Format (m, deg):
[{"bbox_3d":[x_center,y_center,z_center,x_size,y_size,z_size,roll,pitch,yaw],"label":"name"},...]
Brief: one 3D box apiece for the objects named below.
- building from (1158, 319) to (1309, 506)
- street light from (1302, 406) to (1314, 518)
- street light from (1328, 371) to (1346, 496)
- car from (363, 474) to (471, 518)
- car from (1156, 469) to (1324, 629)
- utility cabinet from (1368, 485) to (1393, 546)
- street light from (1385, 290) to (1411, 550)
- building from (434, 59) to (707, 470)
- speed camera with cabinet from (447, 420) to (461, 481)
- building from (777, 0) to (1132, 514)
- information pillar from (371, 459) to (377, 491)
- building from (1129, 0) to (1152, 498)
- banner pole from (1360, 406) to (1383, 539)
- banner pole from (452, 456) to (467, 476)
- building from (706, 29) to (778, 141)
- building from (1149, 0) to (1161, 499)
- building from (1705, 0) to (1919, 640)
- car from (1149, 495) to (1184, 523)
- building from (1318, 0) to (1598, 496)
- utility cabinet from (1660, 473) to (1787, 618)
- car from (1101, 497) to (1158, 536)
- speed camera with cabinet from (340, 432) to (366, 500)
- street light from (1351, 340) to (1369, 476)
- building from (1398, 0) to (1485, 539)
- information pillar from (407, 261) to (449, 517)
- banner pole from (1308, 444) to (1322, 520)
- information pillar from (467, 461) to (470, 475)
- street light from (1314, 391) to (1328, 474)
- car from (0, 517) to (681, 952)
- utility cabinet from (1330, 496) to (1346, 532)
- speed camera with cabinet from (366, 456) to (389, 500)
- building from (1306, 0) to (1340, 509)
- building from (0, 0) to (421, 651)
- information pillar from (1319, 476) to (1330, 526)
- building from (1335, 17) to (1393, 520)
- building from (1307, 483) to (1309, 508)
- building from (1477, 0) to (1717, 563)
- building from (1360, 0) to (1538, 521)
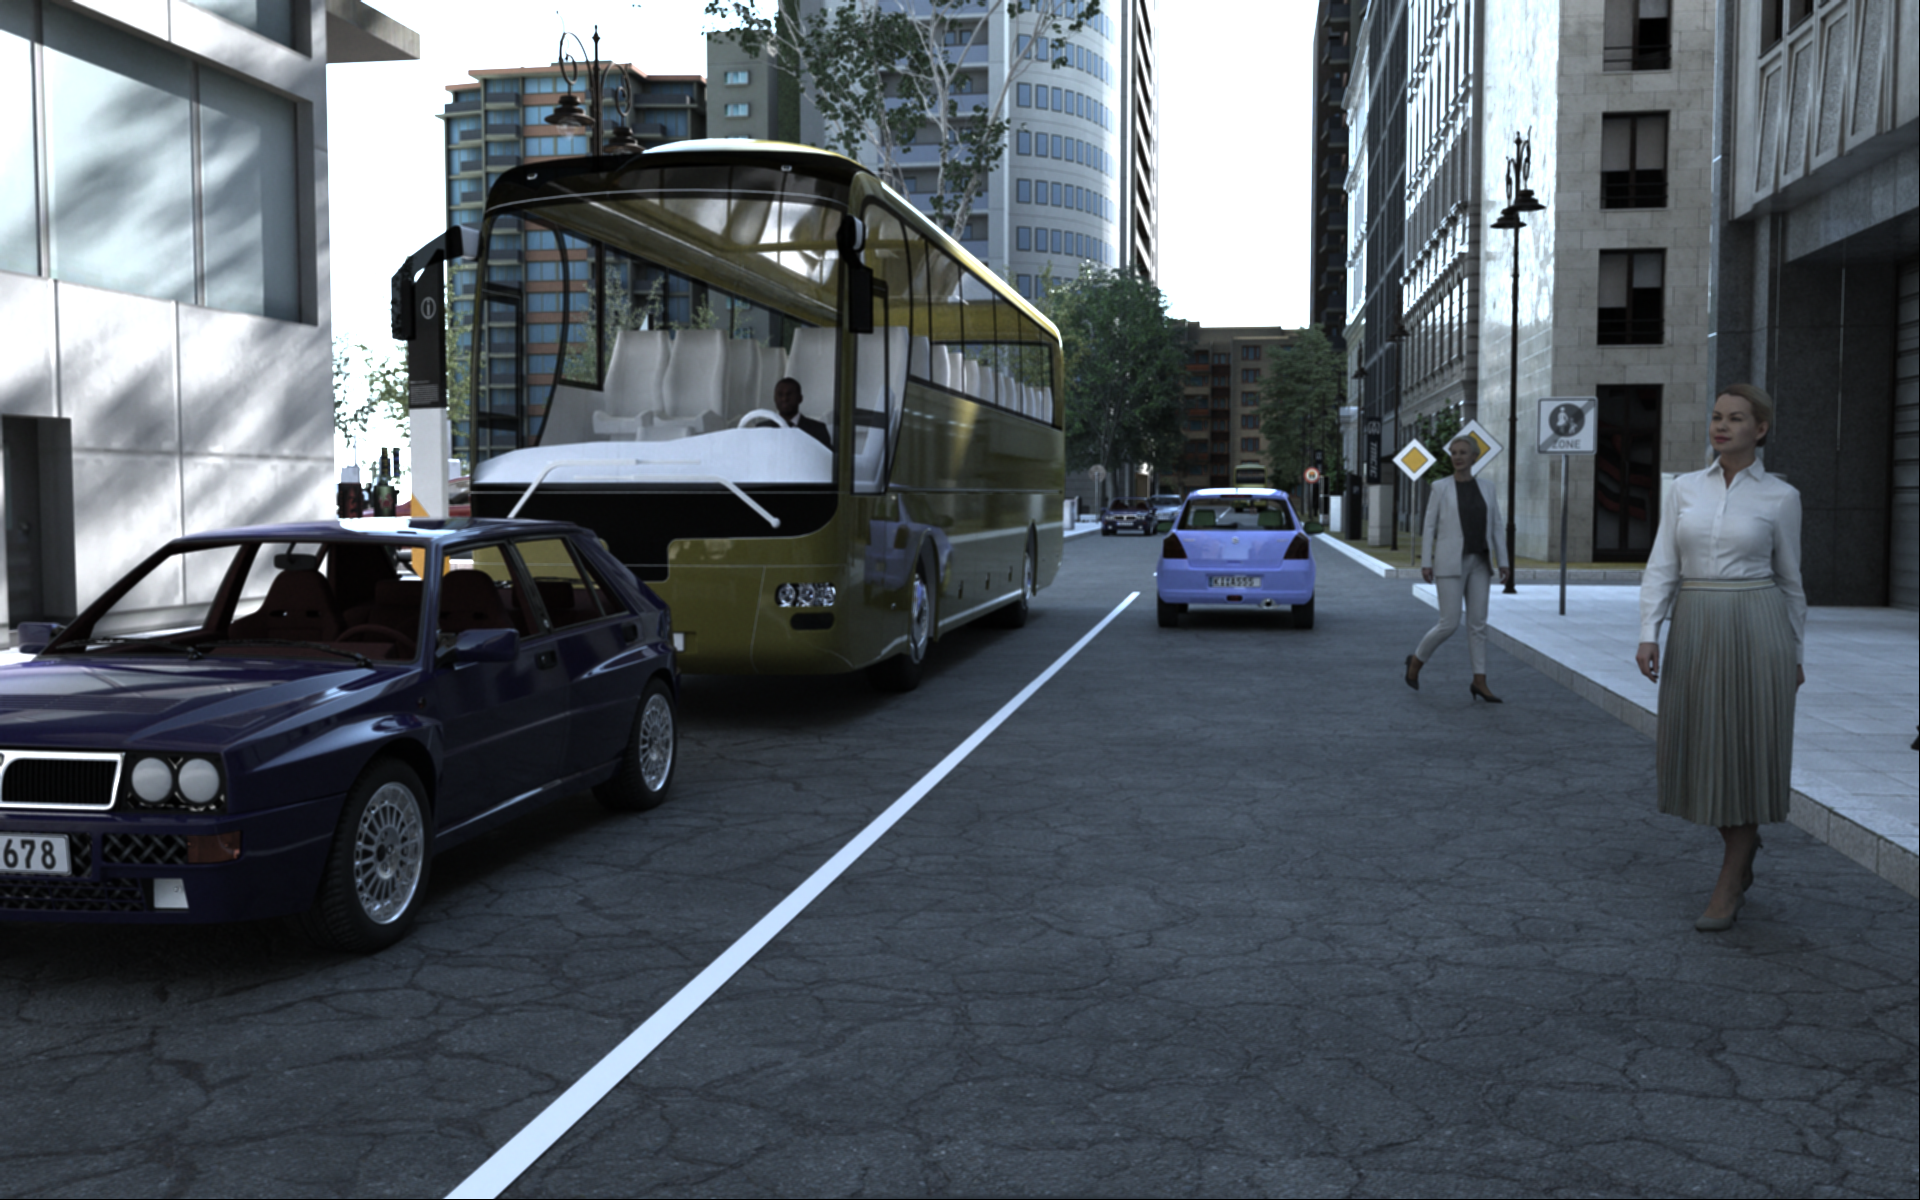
[{"bbox_3d":[26.554,-22.013,204.949,28.899,21.520,27.650,1,4,9],"label":"building"},{"bbox_3d":[18.418,-7.230,90.998,0.468,5.910,1.993,1,4,9],"label":"street light"},{"bbox_3d":[14.208,-5.644,65.062,0.468,5.910,1.993,1,4,9],"label":"street light"},{"bbox_3d":[-8.206,-1.308,30.067,5.304,1.827,2.281,1,4,10],"label":"car"},{"bbox_3d":[3.191,-0.628,19.861,1.945,1.707,3.694,1,4,10],"label":"car"},{"bbox_3d":[10.360,-2.072,42.557,0.318,1.500,1.173,2,4,33],"label":"utility cabinet"},{"bbox_3d":[9.913,-4.071,39.355,0.468,5.910,1.993,1,4,9],"label":"street light"},{"bbox_3d":[-36.898,-32.009,177.963,28.867,44.769,22.147,1,4,9],"label":"building"},{"bbox_3d":[-13.463,-3.218,46.951,0.660,3.252,2.038,2,4,28],"label":"speed camera with cabinet"},{"bbox_3d":[0.589,-35.448,121.578,21.231,58.520,28.212,1,4,9],"label":"building"},{"bbox_3d":[-38.736,-7.534,114.540,0.504,3.616,0.183,2,4,31],"label":"information pillar"},{"bbox_3d":[4.838,-31.968,146.378,21.300,48.544,21.600,1,4,9],"label":"building"},{"bbox_3d":[11.672,-3.636,49.474,0.863,3.779,0.401,-1,4,-16],"label":"banner pole"},{"bbox_3d":[-30.744,-7.065,105.526,0.863,3.779,0.401,0,4,5],"label":"banner pole"},{"bbox_3d":[-12.015,-33.637,173.663,21.600,48.544,21.300,1,4,9],"label":"building"},{"bbox_3d":[9.004,-44.800,170.732,20.611,71.187,20.563,1,4,9],"label":"building"},{"bbox_3d":[13.297,-11.710,9.476,12.078,24.808,19.932,1,4,9],"label":"building"},{"bbox_3d":[8.576,-3.686,72.262,2.014,1.417,4.499,1,4,10],"label":"car"},{"bbox_3d":[39.119,-29.241,132.718,22.147,44.769,28.867,1,4,9],"label":"building"},{"bbox_3d":[7.800,-0.553,17.714,1.173,1.500,0.318,0,4,-3],"label":"utility cabinet"},{"bbox_3d":[5.953,-2.936,60.588,1.945,1.354,3.894,1,4,11],"label":"car"},{"bbox_3d":[-19.756,-3.781,56.162,0.660,3.252,2.038,-1,4,-17],"label":"speed camera with cabinet"},{"bbox_3d":[12.016,-4.855,52.168,0.468,5.910,1.993,1,4,9],"label":"street light"},{"bbox_3d":[18.602,-12.333,50.796,9.793,20.994,18.267,1,4,9],"label":"building"},{"bbox_3d":[-5.141,-1.555,16.781,0.504,3.616,0.183,2,4,34],"label":"information pillar"},{"bbox_3d":[17.695,-5.868,85.965,0.863,3.779,0.401,-1,4,-15],"label":"banner pole"},{"bbox_3d":[-31.995,-7.448,113.128,0.504,3.616,0.183,3,4,39],"label":"information pillar"},{"bbox_3d":[16.320,-6.427,77.875,0.468,5.910,1.993,1,4,9],"label":"street light"},{"bbox_3d":[-2.430,0.356,6.754,1.945,1.354,3.894,1,4,10],"label":"car"},{"bbox_3d":[12.896,-2.917,58.861,0.306,1.237,1.020,-1,4,-9],"label":"utility cabinet"},{"bbox_3d":[-30.381,-5.780,88.845,2.038,3.252,0.660,-2,4,-32],"label":"speed camera with cabinet"},{"bbox_3d":[38.483,-30.855,154.588,14.600,45.320,14.200,1,4,9],"label":"building"},{"bbox_3d":[-20.860,-25.669,8.925,27.495,52.752,28.713,1,4,9],"label":"building"},{"bbox_3d":[14.721,-4.002,69.931,0.304,2.012,0.304,-1,4,-10],"label":"information pillar"},{"bbox_3d":[27.836,-18.817,93.566,13.634,28.700,20.117,1,4,9],"label":"building"},{"bbox_3d":[41.186,-29.690,169.018,14.154,41.232,14.086,1,4,9],"label":"building"},{"bbox_3d":[20.130,-11.057,35.533,16.860,20.320,10.420,1,4,9],"label":"building"},{"bbox_3d":[24.690,-17.007,71.577,14.314,27.812,24.014,1,4,9],"label":"building"}]
